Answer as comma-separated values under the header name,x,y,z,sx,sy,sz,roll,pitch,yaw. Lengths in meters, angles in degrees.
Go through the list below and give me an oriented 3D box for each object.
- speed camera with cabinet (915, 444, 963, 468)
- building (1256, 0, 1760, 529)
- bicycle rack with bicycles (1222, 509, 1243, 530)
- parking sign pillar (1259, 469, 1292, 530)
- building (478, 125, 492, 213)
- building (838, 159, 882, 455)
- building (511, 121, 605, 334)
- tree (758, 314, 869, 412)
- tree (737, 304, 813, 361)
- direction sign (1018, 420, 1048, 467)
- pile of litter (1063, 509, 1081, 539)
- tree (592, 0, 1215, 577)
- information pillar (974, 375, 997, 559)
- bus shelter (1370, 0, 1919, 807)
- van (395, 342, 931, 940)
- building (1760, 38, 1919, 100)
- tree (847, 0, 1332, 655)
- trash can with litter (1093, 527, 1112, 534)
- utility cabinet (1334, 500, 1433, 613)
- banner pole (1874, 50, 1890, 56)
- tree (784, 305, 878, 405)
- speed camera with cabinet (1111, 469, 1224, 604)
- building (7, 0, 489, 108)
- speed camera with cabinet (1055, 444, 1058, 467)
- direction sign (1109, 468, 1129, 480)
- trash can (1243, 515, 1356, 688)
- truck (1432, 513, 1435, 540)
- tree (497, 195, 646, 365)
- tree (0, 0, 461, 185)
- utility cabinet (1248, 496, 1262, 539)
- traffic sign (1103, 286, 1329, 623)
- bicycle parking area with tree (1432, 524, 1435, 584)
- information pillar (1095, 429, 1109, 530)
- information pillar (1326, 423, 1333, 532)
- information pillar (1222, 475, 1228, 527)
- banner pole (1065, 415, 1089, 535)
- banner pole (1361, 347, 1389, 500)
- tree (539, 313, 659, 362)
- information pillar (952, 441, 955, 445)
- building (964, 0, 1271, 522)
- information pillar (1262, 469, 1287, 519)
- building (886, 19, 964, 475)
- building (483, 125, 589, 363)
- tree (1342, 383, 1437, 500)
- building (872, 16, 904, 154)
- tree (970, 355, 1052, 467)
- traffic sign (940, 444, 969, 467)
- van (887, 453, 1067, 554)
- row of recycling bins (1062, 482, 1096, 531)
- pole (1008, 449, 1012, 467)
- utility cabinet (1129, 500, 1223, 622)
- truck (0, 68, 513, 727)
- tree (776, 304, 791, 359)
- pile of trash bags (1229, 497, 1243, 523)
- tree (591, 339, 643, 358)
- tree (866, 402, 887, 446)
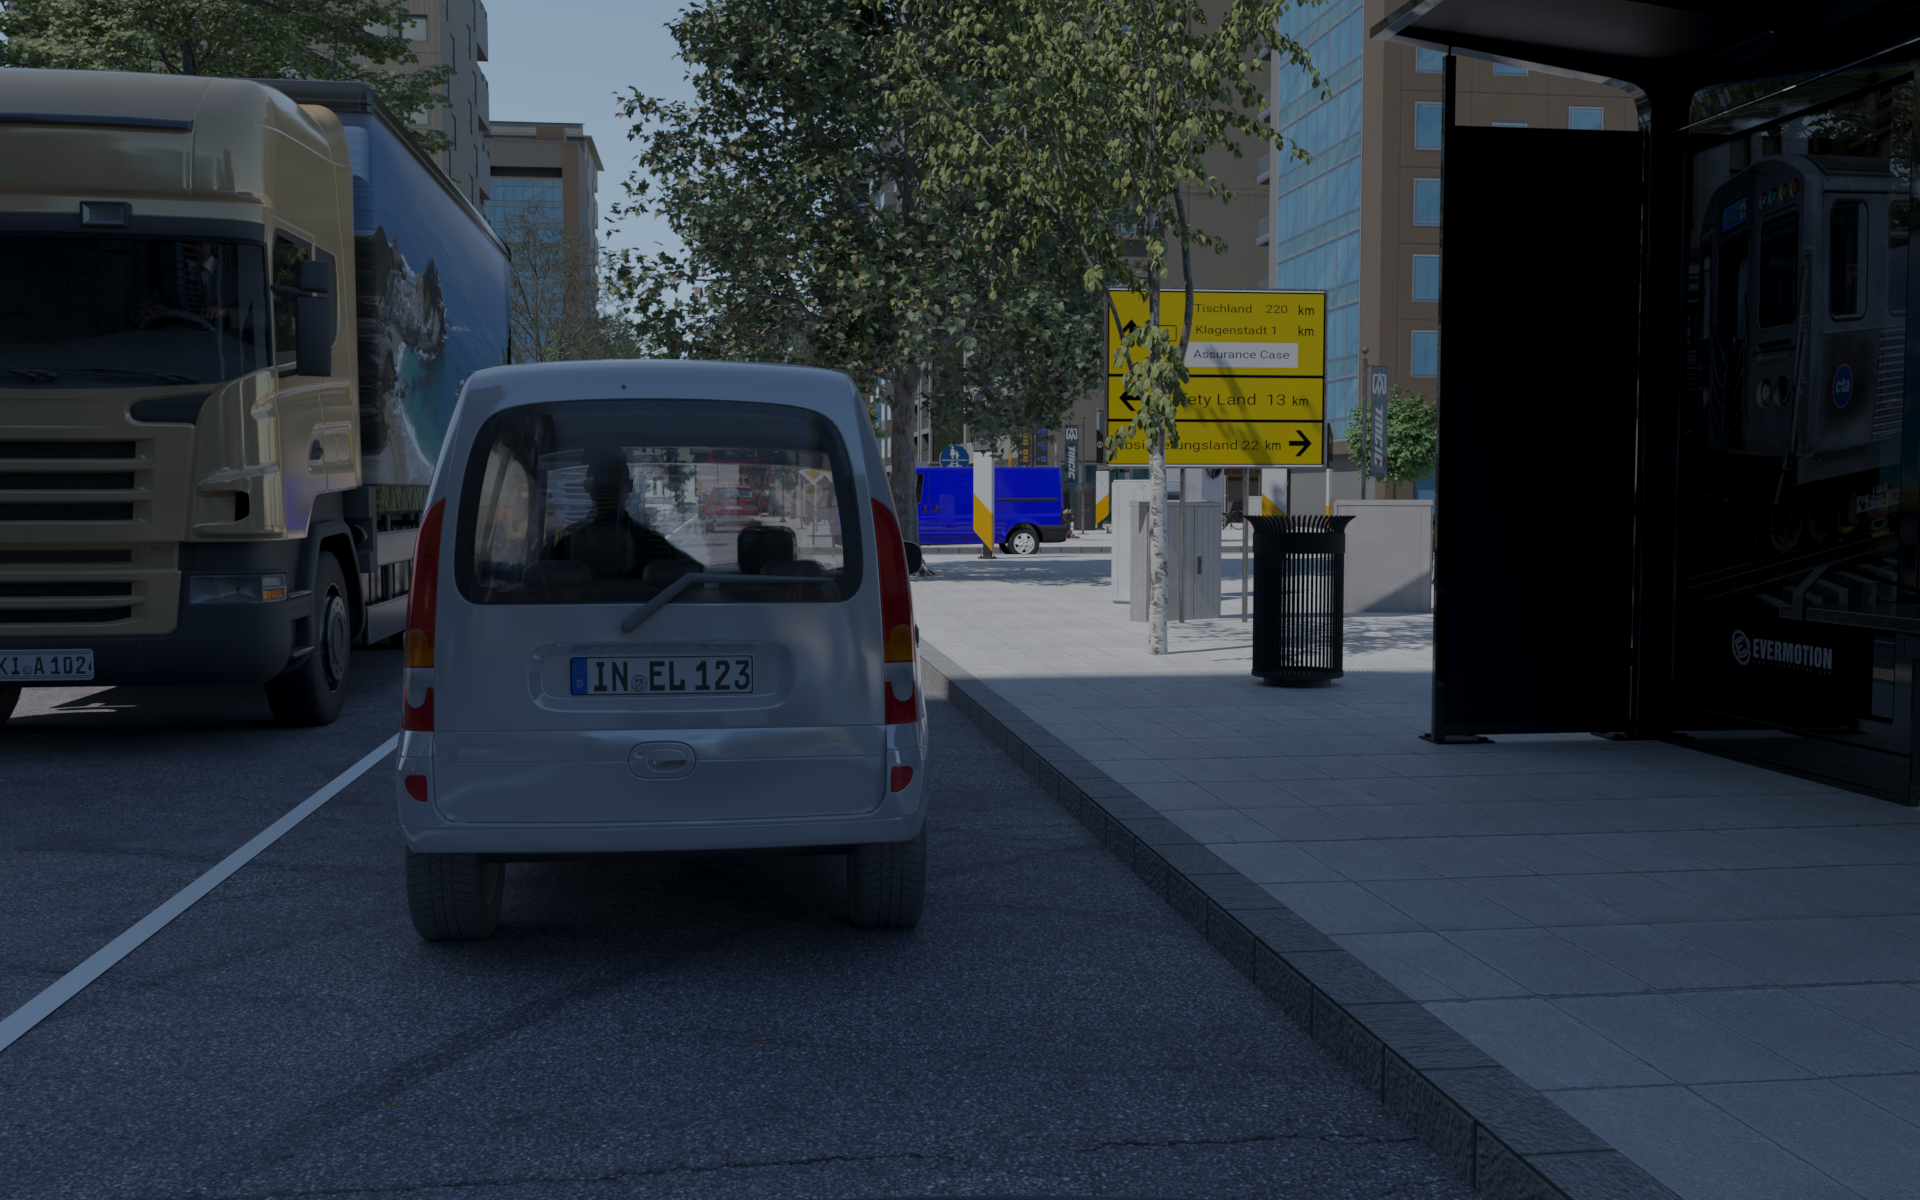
name,x,y,z,sx,sy,sz,roll,pitch,yaw
speed camera with cabinet,-0.828,-3.154,45.912,0.660,3.252,2.038,-3,5,-40
building,20.065,-25.337,64.378,14.200,45.320,14.600,0,4,-8
bicycle rack with bicycles,8.921,-3.007,62.545,2.925,0.926,2.852,1,4,18
parking sign pillar,11.341,-4.514,62.271,1.447,3.967,1.447,-3,5,-42
building,-54.774,-28.078,150.952,32.217,40.220,23.993,0,4,-8
building,-8.824,-35.208,225.753,14.600,45.320,14.200,0,4,-8
building,-66.046,-40.295,248.063,28.713,52.752,27.495,0,4,-8
tree,-7.959,-9.235,85.407,7.601,10.594,8.767,-1,4,-18
tree,-11.546,-12.388,109.198,9.857,13.997,8.962,0,3,0
direction sign,1.974,-3.368,47.056,0.876,3.537,0.379,2,4,28
pile of litter,2.852,-2.222,50.301,1.176,0.858,1.719,-1,4,-14
tree,-0.859,-6.716,26.817,9.611,12.733,9.660,0,3,0
information pillar,0.483,-2.620,34.187,0.504,3.616,0.183,3,5,41
bus shelter,3.340,-0.896,5.925,1.731,3.624,6.357,0,4,-8
van,-1.098,0.001,7.003,2.013,2.044,4.112,0,4,-7
building,42.126,-25.496,66.964,14.200,45.320,14.600,0,4,-8
tree,1.352,-3.866,13.564,4.737,8.622,4.395,0,3,0
trash can with litter,5.541,-2.737,55.805,2.233,1.210,1.678,2,4,35
utility cabinet,4.600,-0.471,18.868,1.020,1.237,0.306,0,4,7
banner pole,4.786,-1.161,8.997,0.401,3.779,0.863,3,4,39
tree,-4.724,-6.540,57.288,4.360,8.622,3.978,0,3,0
speed camera with cabinet,2.537,-1.624,20.892,0.660,3.252,2.038,2,4,32
building,-49.207,-32.790,125.359,28.713,52.752,27.495,0,4,-8
speed camera with cabinet,3.445,-4.595,69.470,0.660,3.252,2.038,-1,4,-17
direction sign,5.703,-4.335,62.882,0.876,3.537,0.379,1,4,9
trash can,2.274,0.000,11.649,0.748,1.137,0.748,0,3,0
truck,18.967,-3.178,41.718,18.799,4.110,2.967,0,4,-8
tree,-17.439,-9.899,72.226,12.009,13.543,11.850,0,3,0
tree,-10.933,-6.514,24.628,7.486,12.596,7.792,0,3,0
utility cabinet,8.637,-2.328,49.232,0.306,1.237,1.020,-2,4,-34
traffic sign,2.529,-1.425,17.170,2.265,3.308,0.079,0,4,-7
bicycle parking area with tree,10.132,-2.221,23.322,8.231,4.147,9.016,0,4,7
information pillar,5.117,-4.337,62.270,0.504,3.616,0.183,2,4,25
information pillar,12.161,-4.015,57.007,0.183,3.616,0.504,2,4,26
information pillar,10.348,-3.895,68.182,0.304,2.012,0.304,2,4,27
banner pole,3.690,-3.970,54.934,0.863,3.779,0.401,-1,4,-16
banner pole,7.073,-2.426,29.684,0.863,3.779,0.401,-3,4,-38
tree,-20.582,-10.509,97.582,9.928,11.665,9.643,0,3,0
information pillar,-0.141,-5.162,75.758,0.504,3.616,0.183,0,4,-4
building,12.174,-28.463,89.070,21.300,48.544,21.600,0,4,-8
information pillar,6.114,-2.583,33.580,0.504,3.616,0.183,1,4,15
building,4.895,-43.067,142.405,20.563,71.187,20.611,0,4,-8
building,-53.386,-34.498,214.157,14.600,45.320,14.200,0,4,-8
tree,12.962,-4.134,51.310,4.285,4.588,4.351,0,3,0
building,2.938,-33.606,169.059,23.786,49.044,30.456,0,4,-8
tree,2.400,-7.047,65.578,4.360,8.622,3.978,0,3,0
traffic sign,-0.141,-2.713,44.464,0.768,2.556,0.104,0,3,0
van,-0.302,-2.111,38.891,5.245,2.365,2.240,0,4,-6
row of recycling bins,3.171,-3.333,61.601,3.534,1.692,1.069,2,4,26
pole,2.264,-5.181,78.559,0.158,3.312,0.155,0,3,0
utility cabinet,2.213,-0.398,17.675,1.020,1.237,0.306,-2,4,-35
truck,-5.509,-1.530,13.934,2.839,4.237,11.283,0,4,-8
tree,-17.948,-18.719,161.944,12.611,20.169,13.585,0,3,0
pile of trash bags,11.291,-4.150,77.606,3.447,1.369,1.912,1,4,22
tree,-25.550,-13.850,133.101,9.857,13.997,8.962,0,3,0
tree,-3.754,-4.129,51.222,4.285,4.588,4.351,0,3,0
